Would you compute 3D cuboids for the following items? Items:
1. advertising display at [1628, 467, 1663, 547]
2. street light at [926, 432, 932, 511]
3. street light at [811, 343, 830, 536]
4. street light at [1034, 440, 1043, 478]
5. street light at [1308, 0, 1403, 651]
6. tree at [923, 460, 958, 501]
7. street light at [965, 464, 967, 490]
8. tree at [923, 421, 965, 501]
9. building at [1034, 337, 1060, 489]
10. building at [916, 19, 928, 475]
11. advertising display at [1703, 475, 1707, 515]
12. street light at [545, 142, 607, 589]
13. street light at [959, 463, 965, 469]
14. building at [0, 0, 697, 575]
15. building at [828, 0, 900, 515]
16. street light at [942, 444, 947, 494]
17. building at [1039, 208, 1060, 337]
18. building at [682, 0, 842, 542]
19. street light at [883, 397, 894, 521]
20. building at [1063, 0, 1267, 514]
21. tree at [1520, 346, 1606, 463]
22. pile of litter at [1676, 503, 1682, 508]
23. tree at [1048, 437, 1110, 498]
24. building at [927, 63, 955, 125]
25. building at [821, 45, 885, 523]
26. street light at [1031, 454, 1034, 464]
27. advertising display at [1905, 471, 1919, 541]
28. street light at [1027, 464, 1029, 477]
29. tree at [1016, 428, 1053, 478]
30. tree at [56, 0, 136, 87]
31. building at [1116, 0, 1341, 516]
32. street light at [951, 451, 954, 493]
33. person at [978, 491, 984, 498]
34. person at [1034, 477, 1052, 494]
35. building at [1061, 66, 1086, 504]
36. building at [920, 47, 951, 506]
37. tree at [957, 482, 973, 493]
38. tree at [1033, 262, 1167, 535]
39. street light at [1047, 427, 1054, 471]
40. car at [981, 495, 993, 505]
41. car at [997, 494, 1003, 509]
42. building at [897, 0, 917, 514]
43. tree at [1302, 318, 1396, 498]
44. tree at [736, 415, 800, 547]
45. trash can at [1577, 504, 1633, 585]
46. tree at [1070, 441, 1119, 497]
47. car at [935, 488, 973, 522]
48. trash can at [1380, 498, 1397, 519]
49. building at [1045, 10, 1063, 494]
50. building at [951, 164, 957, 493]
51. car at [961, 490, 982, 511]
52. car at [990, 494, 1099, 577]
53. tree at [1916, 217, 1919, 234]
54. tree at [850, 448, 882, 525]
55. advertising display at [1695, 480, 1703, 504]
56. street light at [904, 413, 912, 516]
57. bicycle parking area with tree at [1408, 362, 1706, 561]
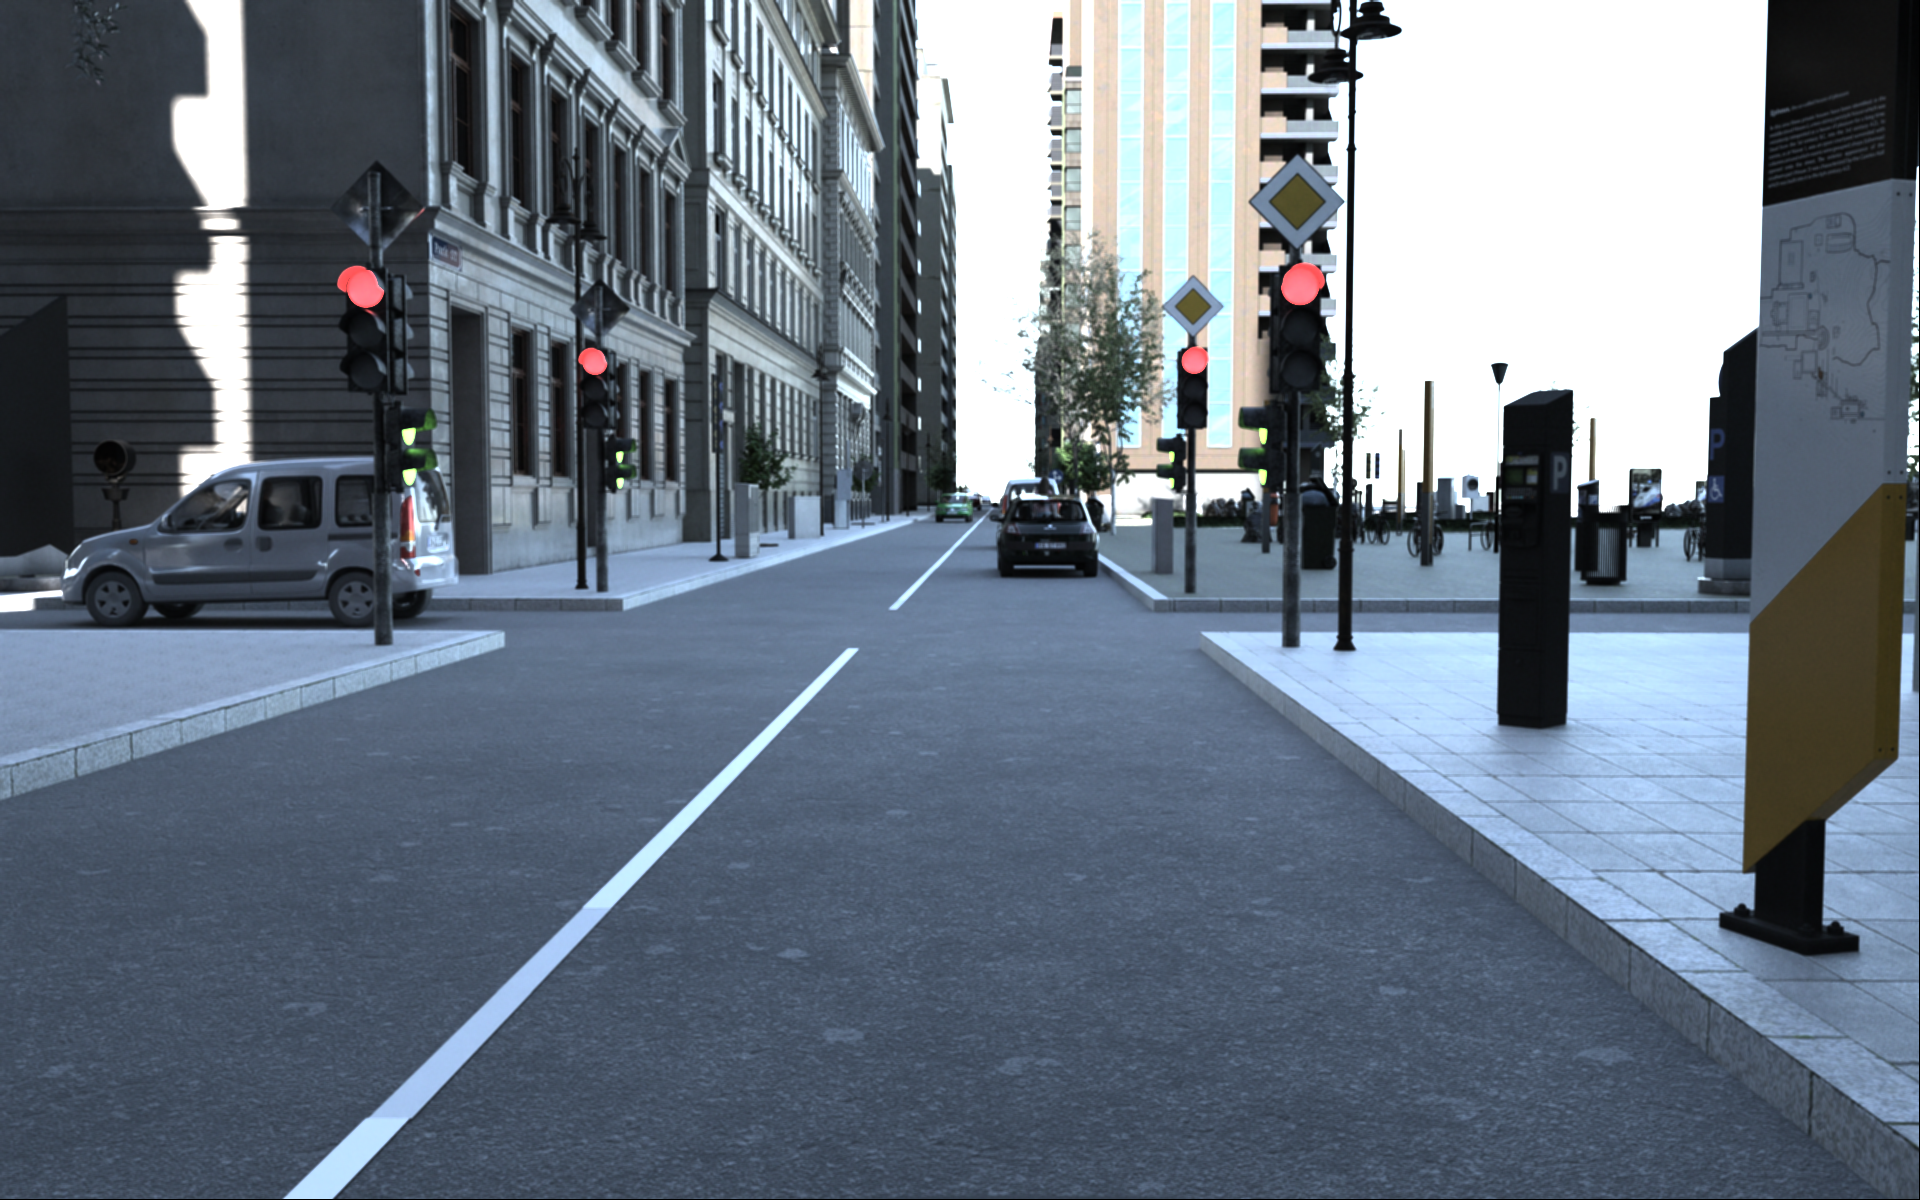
[{"bbox_3d":[16.606,-2.250,41.996,0.974,1.923,0.123,-1,4,-23],"label":"advertising display"},{"bbox_3d":[-2.341,-9.544,128.825,0.468,5.910,1.993,0,4,2],"label":"street light"},{"bbox_3d":[-4.258,-4.912,53.092,0.468,5.910,1.993,0,4,2],"label":"street light"},{"bbox_3d":[6.655,-10.465,143.891,0.468,5.910,1.993,0,4,2],"label":"street light"},{"bbox_3d":[3.166,-2.525,14.076,0.468,5.910,1.993,0,4,2],"label":"street light"},{"bbox_3d":[-1.880,-11.198,166.807,4.285,4.588,4.351,0,3,0],"label":"tree"},{"bbox_3d":[0.802,-16.438,241.544,0.468,5.910,1.993,0,4,2],"label":"street light"},{"bbox_3d":[-1.928,-13.562,172.102,4.360,8.622,3.978,0,3,0],"label":"tree"},{"bbox_3d":[22.787,-21.963,204.142,27.650,21.520,28.899,0,4,2],"label":"building"},{"bbox_3d":[-14.908,-32.349,148.509,23.786,49.044,30.456,0,4,2],"label":"building"},{"bbox_3d":[23.651,-2.990,54.105,0.123,1.923,0.974,-1,4,-13],"label":"advertising display"},{"bbox_3d":[-5.118,-3.087,23.265,0.468,5.910,1.993,0,4,2],"label":"street light"},{"bbox_3d":[0.017,-14.639,212.129,0.468,5.910,1.993,0,4,2],"label":"street light"},{"bbox_3d":[-12.343,-12.115,34.245,11.583,22.565,21.152,0,4,2],"label":"building"},{"bbox_3d":[-11.138,-25.749,104.585,14.154,41.232,14.086,0,4,2],"label":"building"},{"bbox_3d":[-1.425,-11.363,158.568,0.468,5.910,1.993,0,4,2],"label":"street light"},{"bbox_3d":[18.311,-34.586,249.077,14.154,41.232,14.086,0,4,2],"label":"building"},{"bbox_3d":[-13.509,-13.856,59.832,16.112,22.955,30.059,0,4,2],"label":"building"},{"bbox_3d":[-3.446,-6.714,82.565,0.468,5.910,1.993,0,4,2],"label":"street light"},{"bbox_3d":[15.090,-29.632,134.602,14.600,45.320,14.200,0,4,2],"label":"building"},{"bbox_3d":[30.008,-8.369,87.189,4.360,8.622,3.978,0,3,0],"label":"tree"},{"bbox_3d":[36.949,-4.582,88.881,1.719,0.858,1.176,3,5,42],"label":"pile of litter"},{"bbox_3d":[6.144,-6.534,90.545,4.285,4.588,4.351,0,3,0],"label":"tree"},{"bbox_3d":[-15.325,-38.415,217.317,28.713,52.752,27.495,0,4,2],"label":"building"},{"bbox_3d":[-9.885,-15.645,84.681,11.050,23.489,19.941,0,4,2],"label":"building"},{"bbox_3d":[7.564,-12.264,173.303,0.468,5.910,1.993,0,4,2],"label":"street light"},{"bbox_3d":[26.224,-2.608,47.858,0.123,1.923,0.974,-1,4,-13],"label":"advertising display"},{"bbox_3d":[8.161,-13.696,196.715,0.468,5.910,1.993,0,4,2],"label":"street light"},{"bbox_3d":[8.272,-14.397,185.760,4.360,8.622,3.978,0,3,0],"label":"tree"},{"bbox_3d":[-6.154,-5.951,7.670,12.009,13.543,11.850,0,3,0],"label":"tree"},{"bbox_3d":[14.620,-27.843,105.352,14.600,45.320,14.200,0,4,2],"label":"building"},{"bbox_3d":[-0.823,-12.840,182.716,0.468,5.910,1.993,0,4,2],"label":"street light"},{"bbox_3d":[2.341,-12.932,219.956,1.348,1.821,0.705,1,4,12],"label":"person"},{"bbox_3d":[1.977,-1.941,40.238,0.555,1.821,0.388,0,4,-1],"label":"person"},{"bbox_3d":[14.053,-21.333,120.502,14.160,30.474,14.107,0,4,2],"label":"building"},{"bbox_3d":[-12.348,-34.811,192.855,21.300,48.544,21.600,0,4,2],"label":"building"},{"bbox_3d":[0.757,-15.425,246.793,1.663,3.219,1.824,0,3,0],"label":"tree"},{"bbox_3d":[4.630,-6.352,54.215,4.737,8.622,4.395,0,3,0],"label":"tree"},{"bbox_3d":[5.949,-8.630,113.883,0.468,5.910,1.993,0,4,2],"label":"street light"},{"bbox_3d":[3.355,-13.484,232.818,2.083,1.381,4.827,0,4,2],"label":"car"},{"bbox_3d":[4.637,-9.693,168.267,2.009,1.686,4.222,0,4,1],"label":"car"},{"bbox_3d":[-14.246,-30.509,122.518,21.300,48.544,21.600,0,4,2],"label":"building"},{"bbox_3d":[16.149,-7.527,73.427,4.737,8.622,4.395,0,3,0],"label":"tree"},{"bbox_3d":[-5.015,-2.924,42.417,1.663,3.219,1.824,0,3,0],"label":"tree"},{"bbox_3d":[9.107,-0.785,24.483,0.748,1.137,0.748,0,3,0],"label":"trash can"},{"bbox_3d":[4.569,-4.074,61.214,1.663,3.219,1.824,0,3,0],"label":"tree"},{"bbox_3d":[-0.292,-4.895,88.832,1.959,1.807,4.718,0,4,3],"label":"car"},{"bbox_3d":[15.640,-3.137,62.945,0.748,1.137,0.748,0,3,0],"label":"trash can"},{"bbox_3d":[18.948,-30.736,157.163,22.147,44.769,28.867,0,4,2],"label":"building"},{"bbox_3d":[-11.357,-37.807,241.850,21.300,48.544,21.600,0,4,2],"label":"building"},{"bbox_3d":[0.847,-8.801,152.563,2.281,1.827,5.304,0,4,2],"label":"car"},{"bbox_3d":[1.549,-1.323,31.416,2.009,1.686,4.222,0,4,0],"label":"car"},{"bbox_3d":[23.568,-5.552,41.146,4.737,8.622,4.395,0,3,0],"label":"tree"},{"bbox_3d":[-4.118,-4.797,73.026,1.663,3.219,1.824,0,3,0],"label":"tree"},{"bbox_3d":[34.163,-4.566,79.869,0.974,1.923,0.123,-3,5,-41],"label":"advertising display"},{"bbox_3d":[-3.003,-7.744,99.407,0.468,5.910,1.993,0,4,2],"label":"street light"},{"bbox_3d":[14.068,-3.030,36.539,8.231,4.147,9.016,3,5,44],"label":"bicycle parking area with tree"}]
